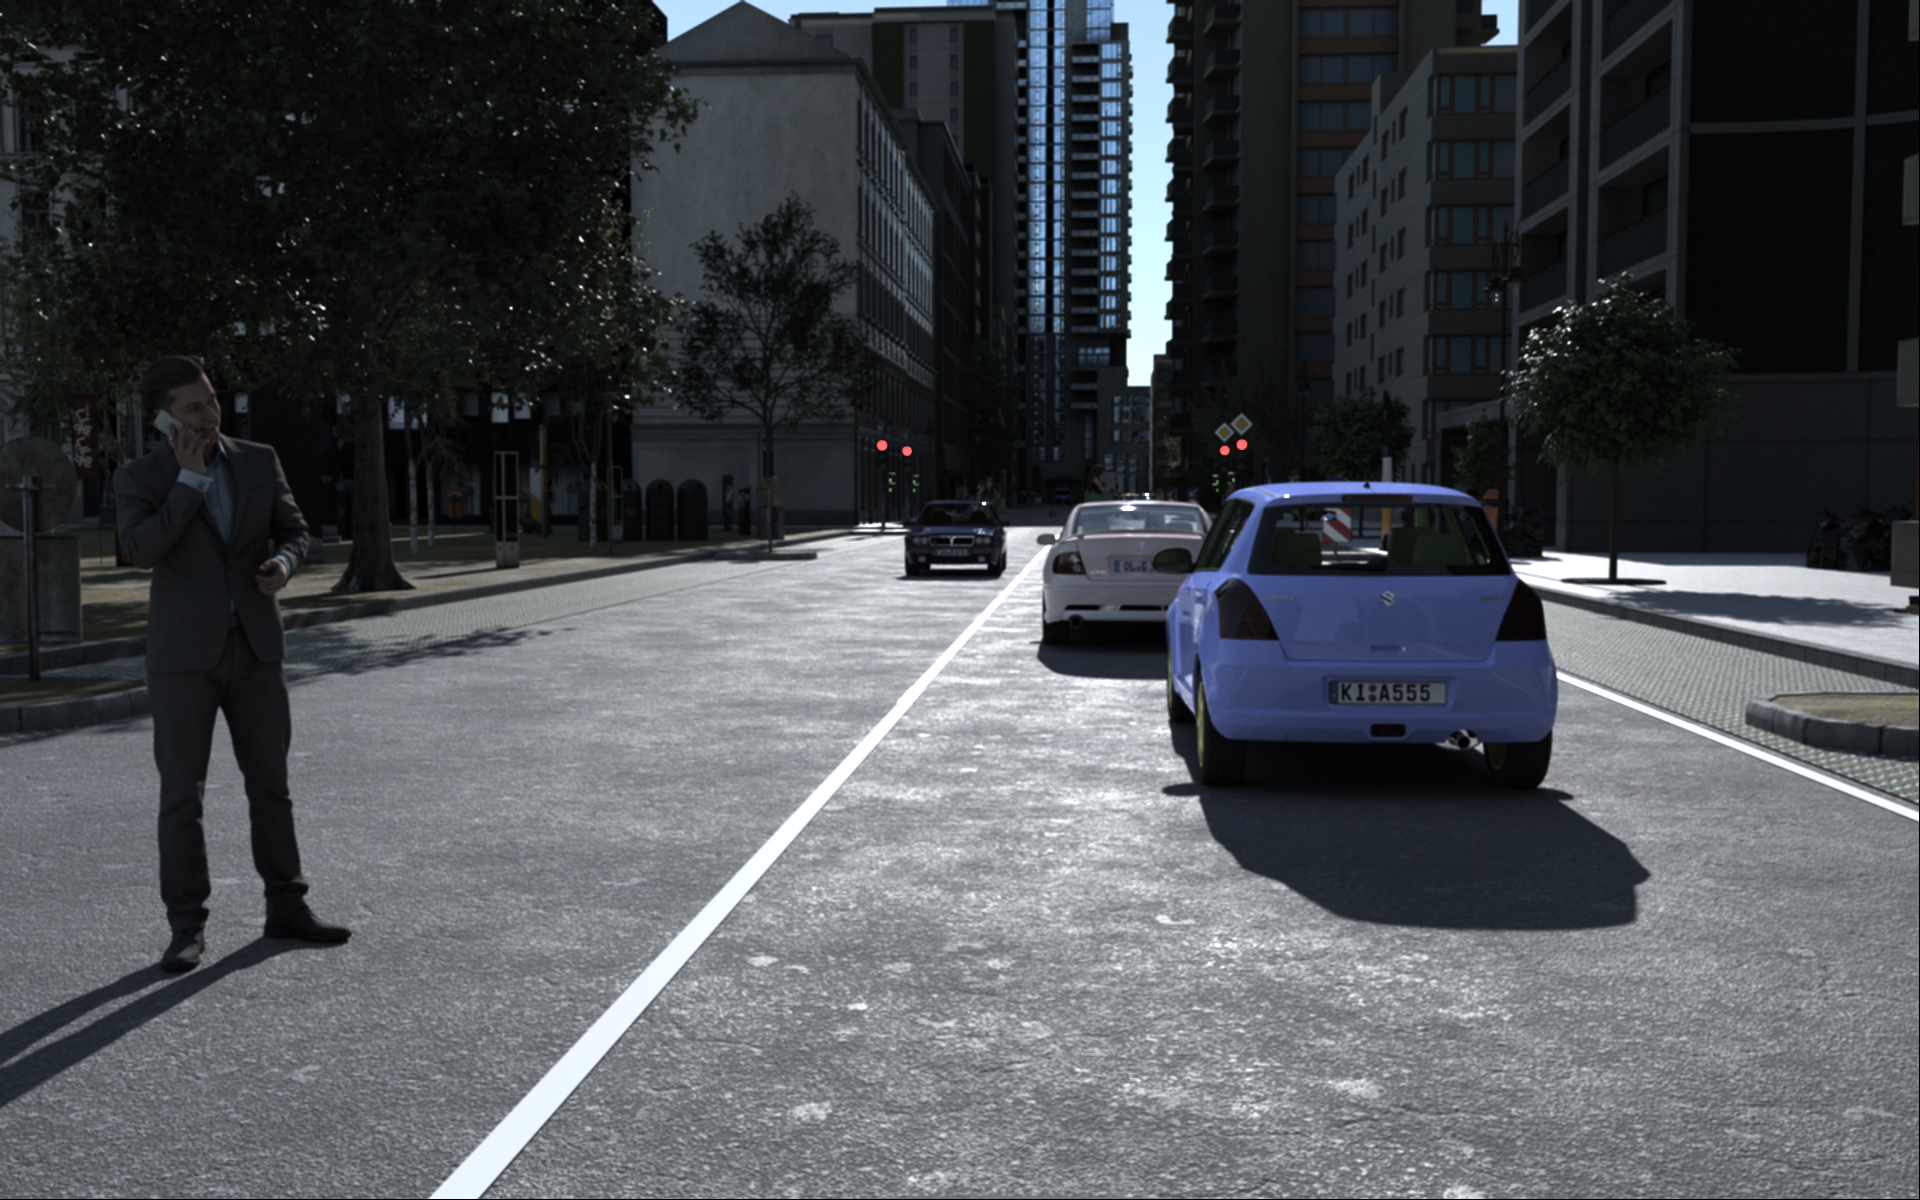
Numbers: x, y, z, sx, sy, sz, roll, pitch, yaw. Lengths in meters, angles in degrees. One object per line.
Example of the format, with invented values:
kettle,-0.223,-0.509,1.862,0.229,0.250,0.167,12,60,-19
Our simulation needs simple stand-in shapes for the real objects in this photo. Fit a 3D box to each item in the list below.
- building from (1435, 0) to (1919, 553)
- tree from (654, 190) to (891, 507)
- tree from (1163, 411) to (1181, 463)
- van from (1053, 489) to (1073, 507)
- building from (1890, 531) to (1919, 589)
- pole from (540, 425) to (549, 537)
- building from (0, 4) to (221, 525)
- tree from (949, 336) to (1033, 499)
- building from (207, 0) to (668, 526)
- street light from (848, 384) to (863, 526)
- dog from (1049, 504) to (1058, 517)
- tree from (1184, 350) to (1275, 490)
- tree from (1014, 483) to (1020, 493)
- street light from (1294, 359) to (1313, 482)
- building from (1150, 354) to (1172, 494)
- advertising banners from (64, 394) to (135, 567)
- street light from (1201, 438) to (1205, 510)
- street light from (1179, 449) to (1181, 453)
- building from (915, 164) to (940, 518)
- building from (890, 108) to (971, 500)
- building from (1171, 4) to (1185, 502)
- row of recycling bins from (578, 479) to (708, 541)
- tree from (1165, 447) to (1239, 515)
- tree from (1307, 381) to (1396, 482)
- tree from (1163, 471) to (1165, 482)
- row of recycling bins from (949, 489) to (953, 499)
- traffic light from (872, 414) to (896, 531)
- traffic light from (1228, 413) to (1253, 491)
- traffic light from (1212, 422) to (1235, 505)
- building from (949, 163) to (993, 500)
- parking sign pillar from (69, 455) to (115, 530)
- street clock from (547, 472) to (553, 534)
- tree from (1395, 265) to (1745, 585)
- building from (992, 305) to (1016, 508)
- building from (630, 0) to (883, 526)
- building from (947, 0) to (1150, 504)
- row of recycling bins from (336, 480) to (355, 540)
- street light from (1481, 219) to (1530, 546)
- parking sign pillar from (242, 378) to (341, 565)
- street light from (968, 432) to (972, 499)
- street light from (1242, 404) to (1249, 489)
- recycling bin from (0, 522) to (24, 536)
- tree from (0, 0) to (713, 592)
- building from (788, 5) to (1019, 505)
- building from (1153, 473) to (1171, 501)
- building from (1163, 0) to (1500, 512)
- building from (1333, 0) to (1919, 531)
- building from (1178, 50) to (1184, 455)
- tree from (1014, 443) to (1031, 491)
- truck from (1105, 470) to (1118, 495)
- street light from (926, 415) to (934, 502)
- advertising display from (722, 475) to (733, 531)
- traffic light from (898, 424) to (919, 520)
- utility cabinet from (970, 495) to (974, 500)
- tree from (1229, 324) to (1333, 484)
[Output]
building,23.818,-36.779,39.587,20.563,71.187,20.611,0,4,4
tree,-5.597,-7.223,52.505,7.601,10.594,8.767,-2,4,-24
tree,19.377,-12.235,150.403,4.360,8.622,3.978,0,3,0
van,11.574,-11.619,194.351,2.240,2.365,5.245,0,4,4
building,25.689,-9.977,8.162,27.650,21.520,28.899,0,4,4
pole,-12.299,-3.509,51.210,0.158,3.312,0.155,0,3,0
building,-40.232,-15.148,76.542,19.941,23.489,11.050,0,4,4
tree,0.627,-14.183,138.550,9.857,13.997,8.962,0,3,0
building,-21.954,-15.044,75.644,15.834,23.373,12.332,0,4,4
street light,-4.191,-5.923,69.628,0.468,5.910,1.993,0,4,4
dog,5.744,-5.629,108.870,0.800,0.831,0.513,0,4,7
tree,13.778,-8.418,88.004,4.737,8.622,4.395,0,3,0
tree,5.842,-12.455,198.235,1.663,3.219,1.824,0,3,0
street light,11.729,-5.287,59.229,0.468,5.910,1.993,0,4,4
building,41.184,-24.093,238.963,28.899,21.520,27.650,0,4,4
advertising banners,-14.751,-2.117,30.794,2.074,3.025,0.090,-3,4,-38
street light,15.892,-8.543,112.473,0.468,5.910,1.993,0,4,4
street light,18.173,-10.364,142.242,0.468,5.910,1.993,0,4,4
building,-6.806,-15.134,96.595,9.793,20.994,18.267,0,4,4
building,-7.203,-19.828,117.692,14.314,27.812,24.014,0,4,4
building,32.866,-39.121,181.628,21.231,58.520,28.212,0,4,4
row of recycling bins,-8.751,-2.488,47.797,3.534,1.692,1.069,-1,4,-20
tree,16.141,-7.668,109.083,4.285,4.588,4.351,0,3,0
tree,11.667,-4.086,50.514,4.285,4.588,4.351,0,3,0
tree,18.765,-9.901,145.600,4.285,4.588,4.351,0,3,0
row of recycling bins,-2.319,-7.677,132.623,3.534,1.692,1.069,0,4,-3
traffic light,-2.679,-4.398,60.827,0.839,4.253,0.868,0,4,4
traffic light,9.695,-4.339,59.871,0.839,4.253,0.868,0,4,4
traffic light,10.323,-4.826,67.832,0.839,4.253,0.868,0,4,4
building,-4.574,-23.219,151.339,14.160,30.474,14.107,0,4,4
parking sign pillar,-30.954,-4.476,61.651,1.447,3.967,1.447,-1,4,-22
street clock,-13.225,-3.123,55.631,0.358,2.002,0.471,-1,4,-17
tree,9.405,-2.528,25.045,4.285,4.588,4.351,0,3,0
building,-8.863,-20.119,173.988,27.650,21.520,28.899,0,4,4
building,-8.025,-14.021,78.402,9.793,20.994,18.267,0,4,4
building,10.350,-56.516,236.708,31.000,86.520,22.319,0,4,4
row of recycling bins,-17.621,-2.576,49.232,1.069,1.692,3.534,1,4,16
street light,9.234,-3.467,29.477,0.468,5.910,1.993,0,4,4
parking sign pillar,-12.483,-2.654,31.872,1.447,3.967,1.447,3,5,44
street light,0.707,-9.579,129.401,0.468,5.910,1.993,0,4,4
street light,13.475,-6.694,82.228,0.468,5.910,1.993,0,4,4
recycling bin,-20.967,-1.573,38.276,0.722,1.027,0.722,0,4,-4
tree,-8.000,-6.480,22.955,9.611,12.733,9.660,0,3,0
building,-7.200,-40.827,209.518,28.212,58.520,21.231,0,4,4
building,33.847,-46.933,205.605,20.563,71.187,20.611,0,4,4
building,26.365,-28.889,126.959,22.147,44.769,28.867,0,4,4
building,33.720,-14.362,79.855,28.899,21.520,27.650,0,4,4
building,27.675,-31.260,161.206,14.600,45.320,14.200,0,4,4
tree,5.672,-14.739,191.347,4.360,8.622,3.978,0,3,0
truck,17.273,-13.193,204.615,2.839,4.237,11.283,0,4,5
street light,-1.733,-7.759,99.644,0.468,5.910,1.993,0,4,4
advertising display,-8.026,-3.340,59.829,0.123,1.923,0.974,0,4,7
traffic light,-2.052,-4.885,68.788,0.839,4.253,0.868,0,4,4
utility cabinet,0.910,-7.604,135.493,0.306,1.237,1.020,0,4,6
tree,13.697,-7.633,75.155,4.360,8.622,3.978,0,3,0
